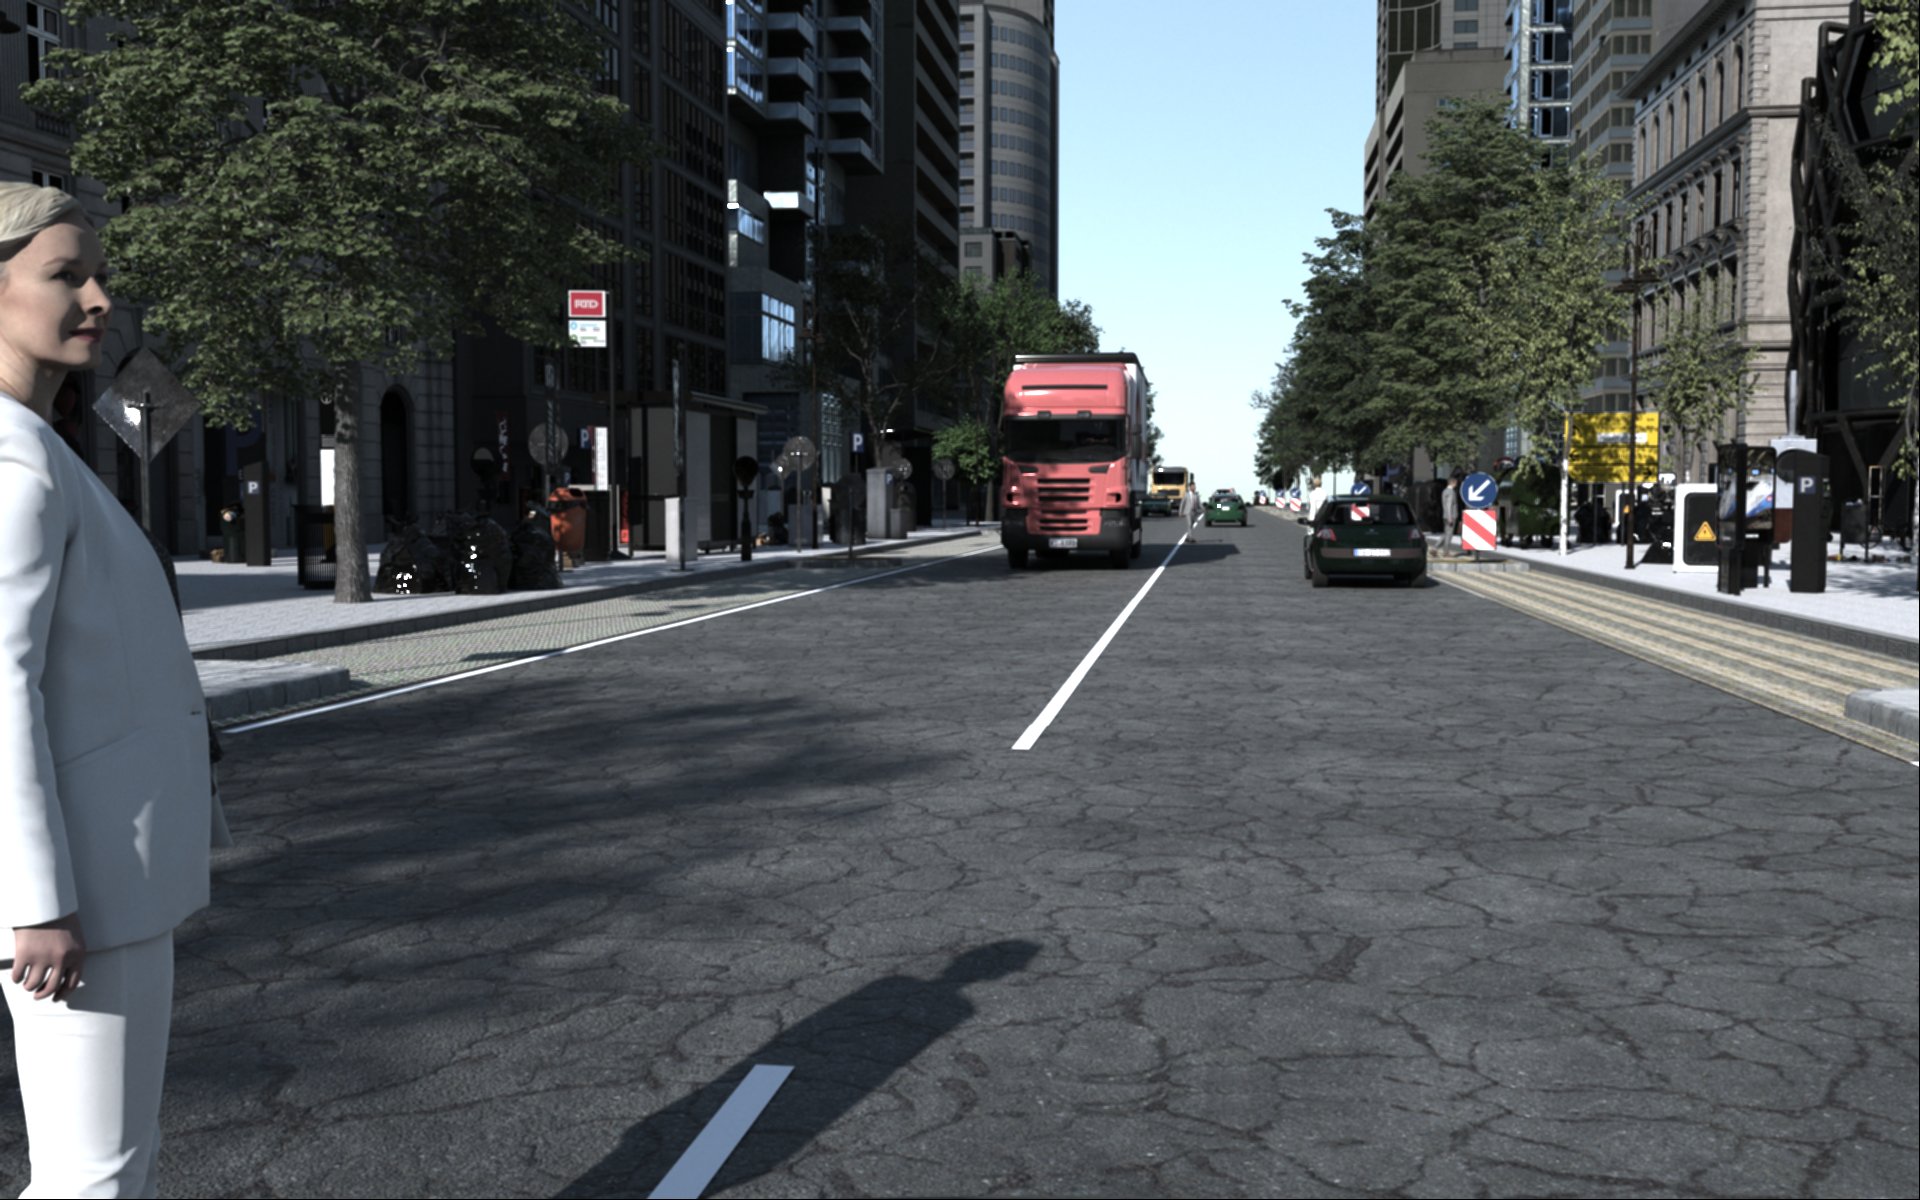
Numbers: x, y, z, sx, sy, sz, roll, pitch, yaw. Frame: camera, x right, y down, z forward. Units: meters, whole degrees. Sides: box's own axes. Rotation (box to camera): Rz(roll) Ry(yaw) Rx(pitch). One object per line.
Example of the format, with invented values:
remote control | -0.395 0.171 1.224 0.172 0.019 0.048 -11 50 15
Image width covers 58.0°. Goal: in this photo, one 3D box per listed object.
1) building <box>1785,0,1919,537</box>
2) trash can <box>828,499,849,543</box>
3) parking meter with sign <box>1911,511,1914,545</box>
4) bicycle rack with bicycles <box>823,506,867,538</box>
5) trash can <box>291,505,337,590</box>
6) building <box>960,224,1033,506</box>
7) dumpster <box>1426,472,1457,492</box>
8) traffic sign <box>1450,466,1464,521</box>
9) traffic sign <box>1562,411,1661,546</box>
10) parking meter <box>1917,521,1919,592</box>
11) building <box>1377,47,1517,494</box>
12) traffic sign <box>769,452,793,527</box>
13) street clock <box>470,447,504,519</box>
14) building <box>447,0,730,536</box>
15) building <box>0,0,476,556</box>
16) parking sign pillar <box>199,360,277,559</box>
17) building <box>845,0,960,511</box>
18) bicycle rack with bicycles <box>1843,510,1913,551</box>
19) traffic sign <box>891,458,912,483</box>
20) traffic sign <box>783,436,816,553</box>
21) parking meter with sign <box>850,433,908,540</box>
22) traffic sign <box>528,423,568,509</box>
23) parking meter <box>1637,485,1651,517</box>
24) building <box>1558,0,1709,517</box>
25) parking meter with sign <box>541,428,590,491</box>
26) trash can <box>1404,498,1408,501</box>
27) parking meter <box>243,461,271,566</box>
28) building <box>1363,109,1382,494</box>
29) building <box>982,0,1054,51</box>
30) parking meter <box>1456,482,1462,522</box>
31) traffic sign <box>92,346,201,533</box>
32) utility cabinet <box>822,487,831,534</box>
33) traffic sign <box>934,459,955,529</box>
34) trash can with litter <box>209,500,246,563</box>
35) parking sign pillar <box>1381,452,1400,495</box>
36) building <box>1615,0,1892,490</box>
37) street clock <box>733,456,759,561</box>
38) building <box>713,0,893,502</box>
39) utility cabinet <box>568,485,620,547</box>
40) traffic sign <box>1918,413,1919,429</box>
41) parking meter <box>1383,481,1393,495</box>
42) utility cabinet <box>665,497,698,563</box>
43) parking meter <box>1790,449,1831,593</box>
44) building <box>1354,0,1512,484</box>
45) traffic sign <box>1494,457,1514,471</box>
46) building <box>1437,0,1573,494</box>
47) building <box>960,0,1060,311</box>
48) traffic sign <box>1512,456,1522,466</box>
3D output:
building | 34.987 -11.353 53.073 16.820 18.784 16.811 1 4 8
trash can | -3.143 -2.082 45.702 0.748 1.137 0.748 0 3 0
parking meter with sign | 24.410 -2.890 43.519 0.543 3.016 1.738 3 5 44
bicycle rack with bicycles | -3.227 -2.344 51.712 2.925 0.926 2.852 0 4 6
trash can | -8.628 -0.718 23.392 0.748 1.137 0.748 0 3 0
building | 0.283 -25.554 189.508 14.160 30.474 14.107 1 4 8
dumpster | 21.387 -4.581 77.391 1.502 2.255 1.985 1 4 8
traffic sign | 21.063 -4.481 73.267 0.884 2.594 0.081 1 4 14
traffic sign | 15.974 -2.978 42.564 2.265 3.308 0.079 1 4 12
parking meter | 12.780 -0.874 22.694 0.372 1.533 0.369 0 3 0
building | 57.116 -34.355 185.403 21.300 48.544 21.600 1 4 8
traffic sign | -4.885 -2.845 47.706 0.795 2.450 0.064 1 4 14
street clock | -7.264 -1.351 26.653 0.471 2.002 0.358 2 4 26
building | -17.974 -16.375 61.234 14.314 27.812 24.014 1 4 8
building | -21.749 -11.983 37.720 13.314 21.916 24.055 1 4 8
parking sign pillar | -14.460 -2.821 34.600 1.447 3.967 1.447 1 4 17
building | -12.109 -30.979 130.213 21.300 48.544 21.600 1 4 8
bicycle rack with bicycles | 22.030 -1.626 39.971 2.925 0.926 2.852 -1 4 -16
traffic sign | -2.081 -3.754 61.489 0.768 2.556 0.104 1 4 13
traffic sign | -3.533 -2.315 37.954 0.768 2.556 0.104 1 4 14
parking meter with sign | -2.269 -3.225 48.993 1.738 3.016 0.543 2 4 35
traffic sign | -7.325 -1.876 30.780 0.768 2.556 0.104 1 4 13
parking meter | 19.019 -2.432 48.178 0.372 1.533 0.369 0 3 0
building | 49.581 -25.042 101.317 32.217 40.220 23.993 1 4 8
parking meter with sign | -10.731 -3.045 46.046 1.738 3.016 0.543 1 4 17
trash can | 16.611 -3.207 64.087 0.748 1.137 0.748 0 3 0
parking meter | -12.501 -1.534 30.786 0.399 1.863 0.255 0 4 8
building | 59.783 -35.668 206.866 21.300 48.544 21.600 1 4 8
building | 4.227 -48.649 233.667 20.563 71.187 20.611 1 4 8
parking meter | 22.597 -4.430 78.142 0.399 1.863 0.255 1 4 22
traffic sign | -5.528 -0.498 11.780 0.795 2.450 0.064 1 4 8
utility cabinet | -4.295 -2.887 55.880 0.318 1.500 1.173 0 4 -4
traffic sign | -0.567 -3.835 62.806 0.768 2.556 0.104 1 4 13
trash can with litter | -13.638 -1.275 32.238 1.055 1.170 0.624 3 4 37
parking sign pillar | 20.824 -5.785 83.059 1.447 3.967 1.447 1 4 9
building | 34.884 -14.839 71.490 11.050 23.489 19.941 1 4 8
street clock | -4.095 -1.747 33.134 0.471 2.002 0.358 -1 4 -12
building | -15.976 -48.344 103.088 22.319 86.520 31.000 1 4 8
utility cabinet | -8.743 -2.000 41.376 1.173 1.500 0.318 -1 4 -10
traffic sign | 11.888 -1.266 20.798 0.768 2.556 0.104 1 4 13
parking meter | 19.578 -4.495 79.210 0.399 1.863 0.255 0 4 -4
utility cabinet | -5.294 -1.330 32.899 0.306 1.237 1.020 1 4 11
parking meter | 11.053 -1.026 22.493 0.255 1.863 0.399 -3 5 -40
building | 63.358 -48.252 227.175 20.563 71.187 20.611 1 4 8
traffic sign | 18.623 -3.616 59.231 0.768 2.556 0.104 1 4 9
building | 48.981 -49.851 127.741 22.319 86.520 31.000 1 4 8
building | 0.199 -40.857 210.018 21.231 58.520 28.212 1 4 8
traffic sign | 18.696 -3.510 57.502 0.768 2.556 0.104 1 4 13
